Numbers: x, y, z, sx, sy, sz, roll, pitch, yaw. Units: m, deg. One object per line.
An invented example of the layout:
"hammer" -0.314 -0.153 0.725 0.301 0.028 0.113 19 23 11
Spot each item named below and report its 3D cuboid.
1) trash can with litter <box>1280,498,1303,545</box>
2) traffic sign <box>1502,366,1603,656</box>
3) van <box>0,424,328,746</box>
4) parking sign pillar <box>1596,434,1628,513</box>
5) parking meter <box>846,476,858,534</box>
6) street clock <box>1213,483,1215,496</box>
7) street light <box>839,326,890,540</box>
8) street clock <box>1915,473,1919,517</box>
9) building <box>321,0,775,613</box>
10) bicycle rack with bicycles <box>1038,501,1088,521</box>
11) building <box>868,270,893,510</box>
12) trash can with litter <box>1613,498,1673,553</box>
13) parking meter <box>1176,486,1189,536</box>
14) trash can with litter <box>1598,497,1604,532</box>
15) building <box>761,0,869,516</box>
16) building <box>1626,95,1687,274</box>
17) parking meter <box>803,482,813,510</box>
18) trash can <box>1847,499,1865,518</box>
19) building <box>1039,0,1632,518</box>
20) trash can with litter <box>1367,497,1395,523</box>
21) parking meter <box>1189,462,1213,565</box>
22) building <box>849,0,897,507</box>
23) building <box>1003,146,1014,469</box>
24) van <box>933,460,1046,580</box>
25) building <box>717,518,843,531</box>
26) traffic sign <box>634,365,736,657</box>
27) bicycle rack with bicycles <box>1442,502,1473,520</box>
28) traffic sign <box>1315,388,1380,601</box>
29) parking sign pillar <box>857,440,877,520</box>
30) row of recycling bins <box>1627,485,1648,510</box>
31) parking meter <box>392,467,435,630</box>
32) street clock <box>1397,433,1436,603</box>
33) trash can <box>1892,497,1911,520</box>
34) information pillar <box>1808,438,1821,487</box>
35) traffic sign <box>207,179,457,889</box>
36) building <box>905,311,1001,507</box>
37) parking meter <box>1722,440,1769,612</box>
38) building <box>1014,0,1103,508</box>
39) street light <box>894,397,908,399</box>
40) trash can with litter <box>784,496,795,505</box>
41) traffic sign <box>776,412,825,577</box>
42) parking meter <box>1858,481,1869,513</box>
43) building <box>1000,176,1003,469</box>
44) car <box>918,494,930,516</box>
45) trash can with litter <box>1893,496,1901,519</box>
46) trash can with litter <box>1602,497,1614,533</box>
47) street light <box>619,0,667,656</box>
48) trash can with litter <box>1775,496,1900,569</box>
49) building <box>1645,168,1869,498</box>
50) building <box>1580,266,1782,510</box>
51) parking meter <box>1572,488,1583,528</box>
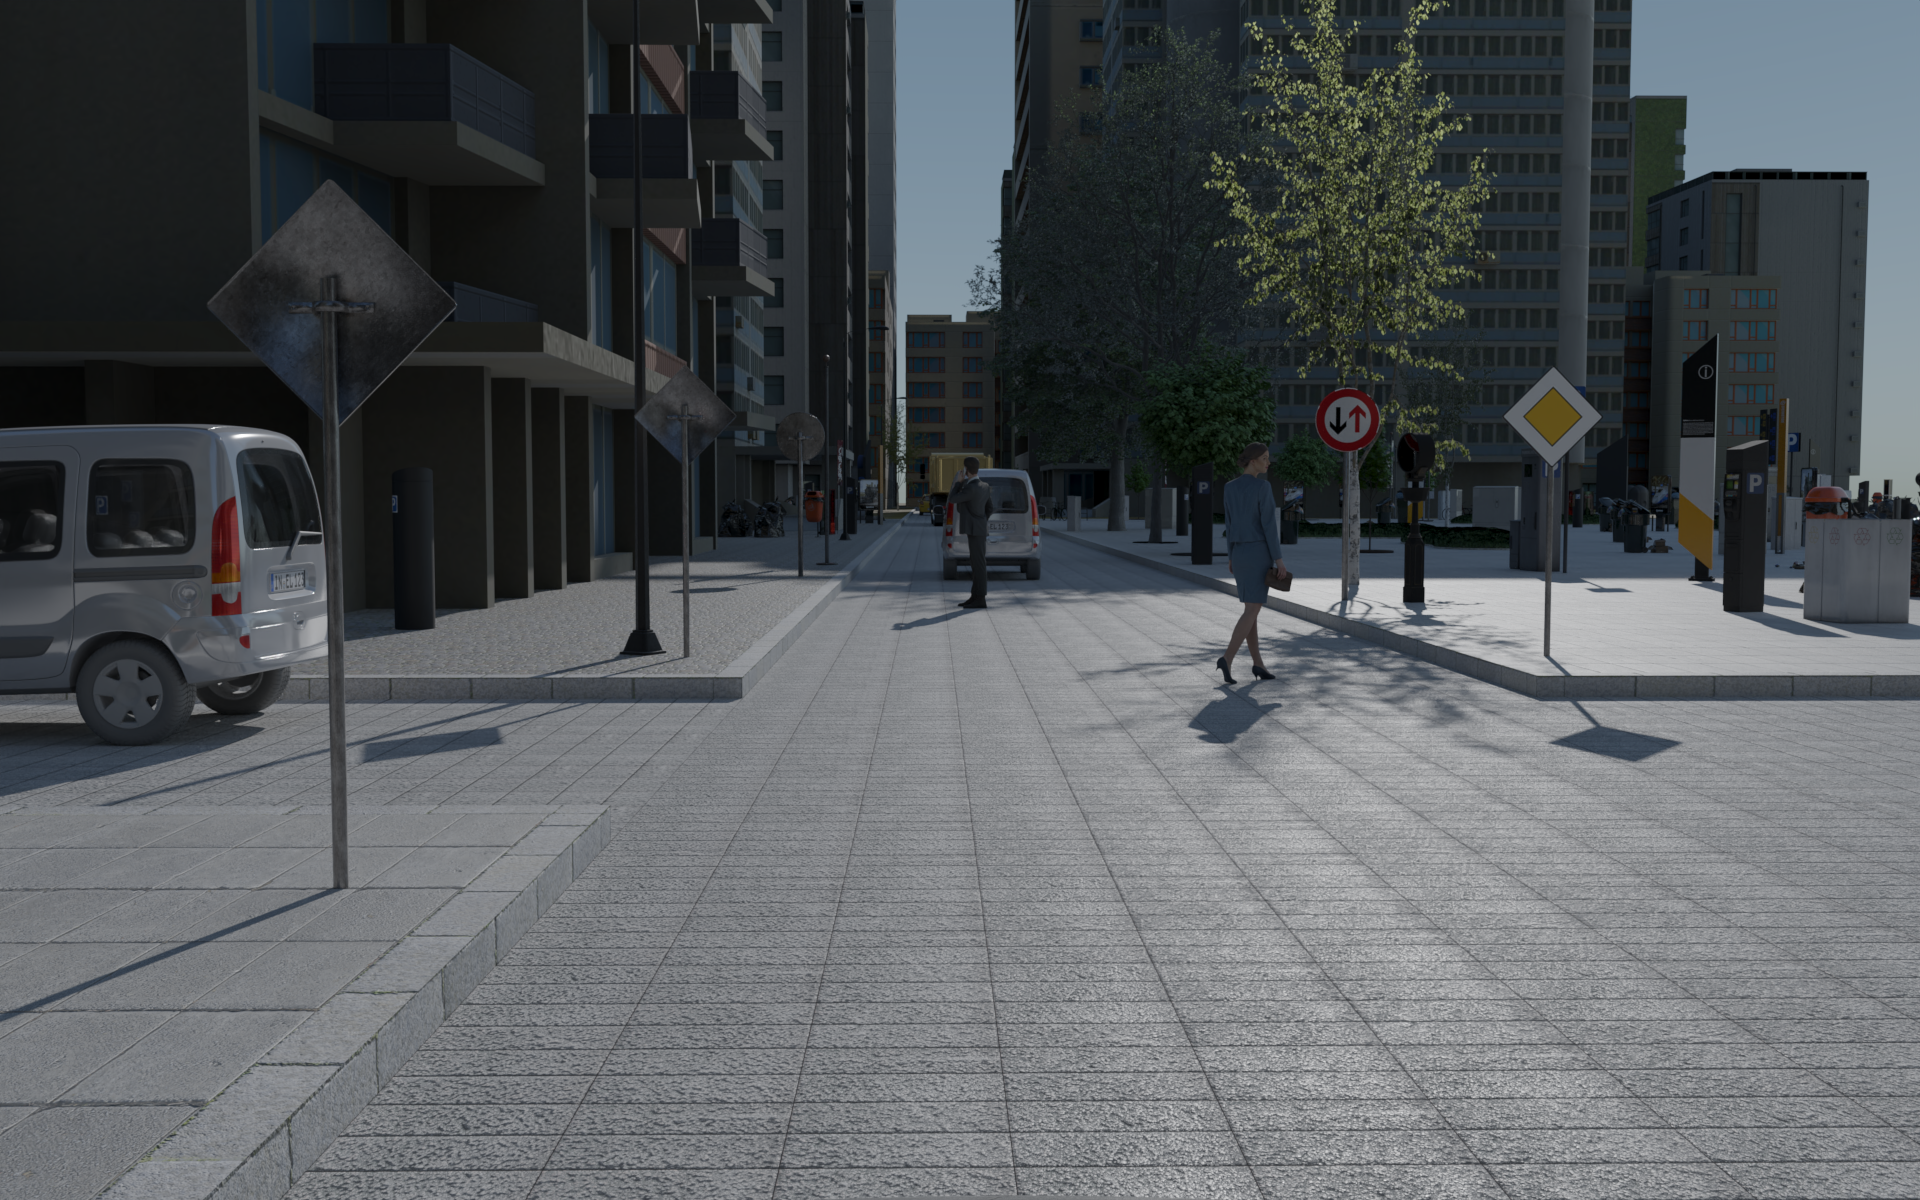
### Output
"trash can with litter" 8.156 -1.999 44.077 1.055 1.170 0.624 0 4 -7
"traffic sign" 4.646 -0.613 13.660 0.795 2.450 0.064 0 4 -1
"van" -6.061 -0.219 10.591 4.112 2.044 2.013 0 4 1
"parking sign pillar" 29.410 -5.483 78.120 1.447 3.967 1.447 2 4 27
"parking meter" -3.481 -3.042 55.443 0.399 1.863 0.255 1 4 12
"street clock" 11.524 -4.581 79.476 0.358 2.002 0.471 1 4 20
"street light" -2.654 -4.612 47.949 1.470 5.913 1.316 0 4 -1
"street clock" 31.352 -3.168 56.361 0.471 2.002 0.358 0 4 1
"building" -15.109 -22.982 30.382 22.147 44.769 28.867 0 4 -1
"bicycle rack with bicycles" 5.026 -4.320 84.018 2.852 0.926 2.925 0 4 -6
"building" -20.594 -18.690 150.622 28.899 21.520 27.650 0 4 -1
"trash can with litter" 14.979 -1.618 37.843 1.055 1.170 0.624 0 3 0
"parking meter" 6.827 -2.738 53.175 0.372 1.533 0.369 0 3 0
"trash can with litter" 22.016 -2.877 58.419 0.624 1.170 1.055 -1 4 -15
"building" -12.361 -19.878 96.701 14.160 30.474 14.107 0 4 -1
"building" 65.717 -30.437 181.238 14.086 41.232 14.154 0 4 -1
"parking meter" -7.136 -4.628 81.384 0.399 1.863 0.255 -2 4 -27
"trash can" 27.152 -2.513 52.747 0.748 1.137 0.748 0 3 0
"building" 21.175 -25.051 101.457 32.217 40.220 23.993 0 4 -1
"trash can with litter" 15.345 -3.186 63.477 1.055 1.170 0.624 -1 4 -15
"parking meter" 4.378 -1.573 31.435 0.399 1.863 0.255 0 4 -2
"building" -20.763 -39.174 182.499 28.212 58.520 21.231 0 4 -1
"building" 11.187 -22.699 142.828 14.160 30.474 14.107 0 4 -1
"van" 0.527 -1.423 30.277 2.013 2.044 4.112 0 4 0
"building" -20.516 -22.915 66.548 32.217 40.220 23.993 0 4 -1
"traffic sign" -2.147 -0.607 13.567 0.795 2.450 0.064 0 4 -1
"bicycle rack with bicycles" 24.888 -4.237 82.652 2.852 0.926 2.925 -2 4 -32
"traffic sign" 4.642 -1.267 20.824 0.768 2.556 0.104 0 4 4
"parking sign pillar" -4.723 -5.937 85.542 1.447 3.967 1.447 1 4 9
"row of recycling bins" 32.382 -4.695 83.870 1.069 1.692 3.534 0 4 4
"parking meter" -5.194 -0.493 16.465 0.372 1.533 0.369 0 3 0
"street clock" 5.381 -0.973 20.480 0.358 2.002 0.471 -1 4 -19
"trash can" 39.424 -3.721 72.493 0.748 1.137 0.748 0 3 0
"information pillar" 36.000 -4.997 73.051 0.504 3.616 0.183 0 4 -8
"traffic sign" -2.015 -0.119 5.583 0.795 2.450 0.064 0 4 -1
"building" 8.743 -20.963 187.790 28.899 21.520 27.650 0 4 -1
"parking meter" 8.544 -0.804 18.860 0.399 1.863 0.255 -1 4 -17
"building" 15.044 -30.614 124.238 21.300 48.544 21.600 0 4 -1
"street light" -3.199 -6.744 82.799 1.470 5.913 1.316 0 4 -1
"trash can with litter" -8.490 -4.429 83.805 1.055 1.170 0.624 2 4 23
"traffic sign" -2.481 -1.638 26.892 0.768 2.556 0.104 0 4 7
"parking meter" 39.482 -4.281 75.701 0.255 1.863 0.399 -1 4 -18
"building" 10.612 -23.560 156.901 14.160 30.474 14.107 0 4 -1
"car" -1.861 -6.489 116.313 2.015 1.641 3.980 0 4 0
"trash can with litter" 35.250 -3.332 65.529 1.678 1.210 2.233 3 5 39
"trash can with litter" 17.771 -2.115 45.962 1.055 1.170 0.624 0 4 -8
"street light" -2.006 -2.520 13.743 1.470 5.913 1.316 0 4 -1
"trash can with litter" 15.026 -1.154 29.918 1.678 1.210 2.233 3 4 37
"building" 71.799 -23.598 157.531 14.107 30.474 14.160 0 4 -1
"building" 50.262 -18.708 150.915 28.899 21.520 27.650 0 4 -1
"parking meter" 23.652 -3.540 66.297 0.372 1.533 0.369 0 3 0
